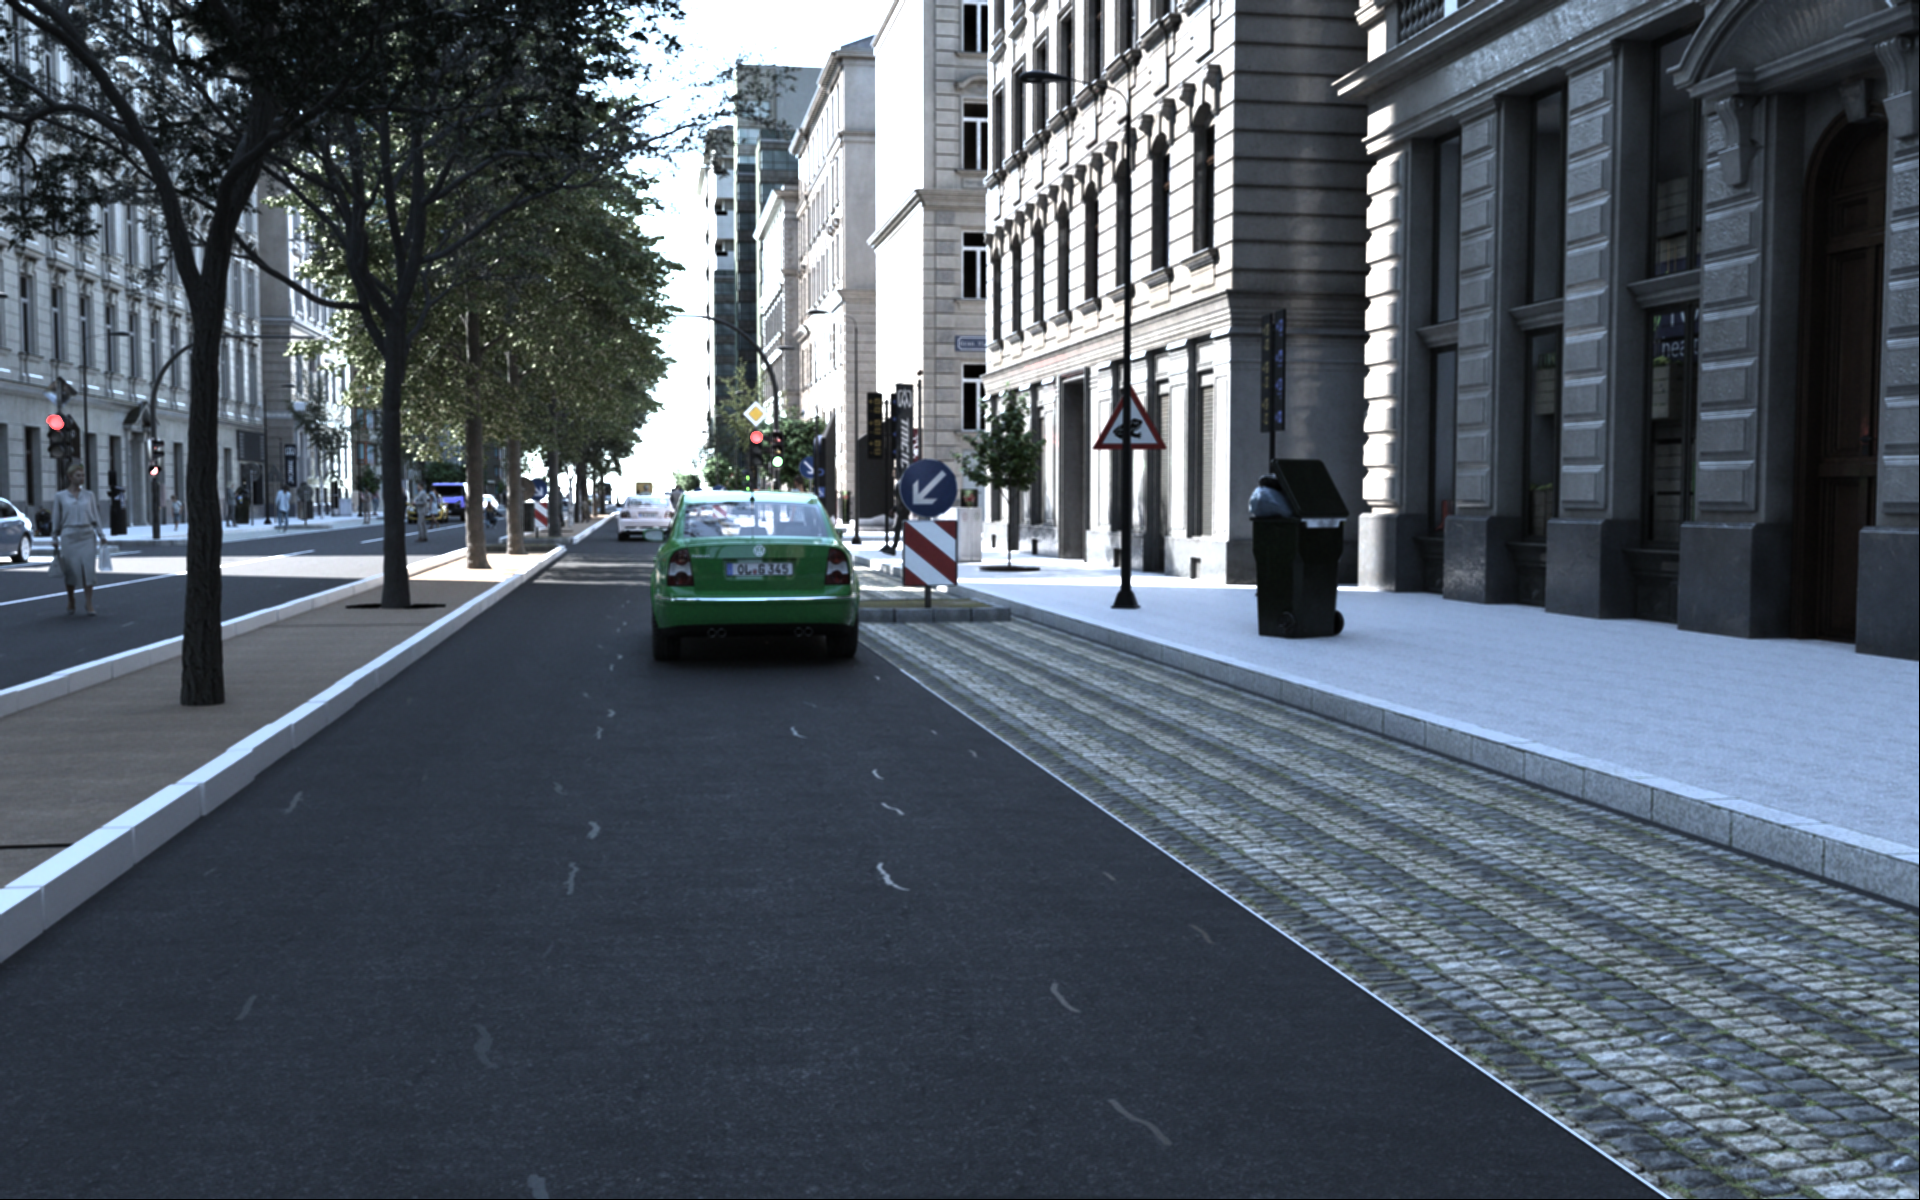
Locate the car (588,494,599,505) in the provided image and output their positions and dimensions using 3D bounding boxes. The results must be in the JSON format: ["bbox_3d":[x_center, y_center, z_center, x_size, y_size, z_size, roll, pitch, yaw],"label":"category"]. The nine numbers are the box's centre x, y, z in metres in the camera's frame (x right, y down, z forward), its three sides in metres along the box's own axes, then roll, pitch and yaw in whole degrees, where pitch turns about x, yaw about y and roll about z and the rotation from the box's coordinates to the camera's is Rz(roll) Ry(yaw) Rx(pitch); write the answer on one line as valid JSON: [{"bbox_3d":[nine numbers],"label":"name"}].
[{"bbox_3d":[-41.547,-11.354,195.868,2.015,1.641,3.980,-1,4,-11],"label":"car"}]

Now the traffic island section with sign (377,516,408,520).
[{"bbox_3d":[-31.682,-5.433,97.451,1.989,1.847,2.006,-1,4,-10],"label":"traffic island section with sign"}]

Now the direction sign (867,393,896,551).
[{"bbox_3d":[-1.645,-2.869,38.912,0.876,3.537,0.379,-1,4,-11],"label":"direction sign"}]

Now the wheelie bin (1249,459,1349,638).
[{"bbox_3d":[3.020,-0.474,15.651,0.980,1.594,0.693,-2,4,-35],"label":"wheelie bin"}]

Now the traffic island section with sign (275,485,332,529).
[{"bbox_3d":[-26.838,-3.810,70.922,1.989,1.847,2.006,-1,4,-10],"label":"traffic island section with sign"}]

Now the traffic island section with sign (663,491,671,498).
[{"bbox_3d":[-29.147,-10.285,176.782,1.989,1.847,2.006,-1,4,-10],"label":"traffic island section with sign"}]

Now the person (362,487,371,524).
[{"bbox_3d":[-27.889,-4.435,81.347,0.374,1.781,0.599,-2,4,-33],"label":"person"}]

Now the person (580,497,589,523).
[{"bbox_3d":[-18.747,-4.502,86.387,0.640,1.303,0.475,2,4,24],"label":"person"}]

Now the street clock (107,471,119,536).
[{"bbox_3d":[-26.159,-2.993,53.501,0.358,2.002,0.471,-2,4,-26],"label":"street clock"}]

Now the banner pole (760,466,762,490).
[{"bbox_3d":[-10.052,-5.958,87.430,0.401,3.779,0.863,0,3,0],"label":"banner pole"}]

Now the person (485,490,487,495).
[{"bbox_3d":[-49.881,-10.698,181.778,0.721,1.723,1.217,-3,4,-37],"label":"person"}]

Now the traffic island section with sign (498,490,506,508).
[{"bbox_3d":[-45.693,-10.130,174.257,1.989,1.847,2.006,-1,4,-10],"label":"traffic island section with sign"}]

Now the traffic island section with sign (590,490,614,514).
[{"bbox_3d":[-25.867,-7.134,124.778,2.006,1.907,1.989,-1,4,-10],"label":"traffic island section with sign"}]

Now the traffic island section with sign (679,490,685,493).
[{"bbox_3d":[-15.327,-5.646,100.935,1.989,1.847,2.006,-1,4,-10],"label":"traffic island section with sign"}]

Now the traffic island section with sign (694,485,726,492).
[{"bbox_3d":[-10.476,-4.024,74.418,1.989,1.847,2.006,-1,4,-10],"label":"traffic island section with sign"}]

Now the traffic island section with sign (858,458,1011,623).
[{"bbox_3d":[-0.588,-0.703,20.115,1.989,1.847,2.006,-1,4,-10],"label":"traffic island section with sign"}]

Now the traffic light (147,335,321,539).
[{"bbox_3d":[-20.803,-4.582,49.576,4.771,5.953,1.251,-1,4,-10],"label":"traffic light"}]

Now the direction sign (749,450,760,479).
[{"bbox_3d":[-10.461,-5.961,89.459,0.876,3.537,0.379,-2,4,-28],"label":"direction sign"}]

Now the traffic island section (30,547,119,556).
[{"bbox_3d":[-21.455,-1.172,41.440,2.009,0.180,2.903,-1,4,-10],"label":"traffic island section"}]

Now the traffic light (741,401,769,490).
[{"bbox_3d":[-6.161,-3.871,52.215,0.839,4.253,0.868,-1,4,-10],"label":"traffic light"}]

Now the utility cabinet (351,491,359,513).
[{"bbox_3d":[-41.395,-6.694,118.127,1.173,1.500,0.318,1,4,9],"label":"utility cabinet"}]

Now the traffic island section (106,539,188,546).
[{"bbox_3d":[-22.887,-1.652,49.296,2.009,0.180,2.903,-1,4,-10],"label":"traffic island section"}]

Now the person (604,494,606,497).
[{"bbox_3d":[-43.481,-12.213,211.412,0.697,1.427,0.421,0,4,3],"label":"person"}]

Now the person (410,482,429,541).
[{"bbox_3d":[-16.418,-2.680,52.519,0.583,1.804,0.606,-3,4,-36],"label":"person"}]

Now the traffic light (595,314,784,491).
[{"bbox_3d":[-6.771,-4.231,43.845,4.771,5.953,1.251,-1,4,-10],"label":"traffic light"}]

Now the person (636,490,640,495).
[{"bbox_3d":[-30.578,-9.554,164.794,1.348,1.812,0.705,3,5,42],"label":"person"}]

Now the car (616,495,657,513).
[{"bbox_3d":[-12.320,-3.377,67.209,2.014,1.417,4.499,-1,4,-11],"label":"car"}]

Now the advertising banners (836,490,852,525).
[{"bbox_3d":[-5.272,-4.644,72.119,2.074,3.025,0.090,3,5,41],"label":"advertising banners"}]

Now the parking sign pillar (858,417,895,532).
[{"bbox_3d":[-2.906,-4.303,58.826,1.447,3.967,1.447,-1,4,-18],"label":"parking sign pillar"}]

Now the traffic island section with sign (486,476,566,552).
[{"bbox_3d":[-11.062,-2.167,43.566,2.006,1.907,1.989,-1,4,-10],"label":"traffic island section with sign"}]

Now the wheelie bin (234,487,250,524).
[{"bbox_3d":[-30.952,-4.077,74.572,0.693,1.594,0.980,-3,4,-38],"label":"wheelie bin"}]

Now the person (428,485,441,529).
[{"bbox_3d":[-21.594,-3.829,71.198,0.778,1.811,0.616,3,4,39],"label":"person"}]

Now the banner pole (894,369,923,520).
[{"bbox_3d":[-0.981,-2.734,34.714,0.863,3.779,0.401,-3,5,-42],"label":"banner pole"}]

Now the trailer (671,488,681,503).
[{"bbox_3d":[-27.482,-9.816,167.542,1.471,1.999,3.904,-1,4,-11],"label":"trailer"}]

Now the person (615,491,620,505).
[{"bbox_3d":[-28.826,-8.332,145.511,0.721,1.735,1.217,-1,4,-18],"label":"person"}]

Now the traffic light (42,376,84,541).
[{"bbox_3d":[-21.414,-3.204,41.313,0.839,4.253,0.868,-1,4,-10],"label":"traffic light"}]

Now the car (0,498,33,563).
[{"bbox_3d":[-19.985,-1.374,34.469,2.014,1.417,4.499,-1,4,-10],"label":"car"}]

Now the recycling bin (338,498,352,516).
[{"bbox_3d":[-35.616,-5.358,100.157,0.722,1.027,0.722,-2,4,-34],"label":"recycling bin"}]

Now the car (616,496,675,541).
[{"bbox_3d":[-9.832,-2.593,54.761,2.083,1.381,4.827,-1,4,-9],"label":"car"}]

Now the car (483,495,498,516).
[{"bbox_3d":[-31.182,-6.150,112.920,2.083,1.381,4.827,-1,4,-11],"label":"car"}]

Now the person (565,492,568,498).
[{"bbox_3d":[-48.044,-12.390,211.795,1.217,1.743,0.721,-1,4,-23],"label":"person"}]

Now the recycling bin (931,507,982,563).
[{"bbox_3d":[-0.067,-1.231,32.679,0.722,1.027,0.722,3,5,40],"label":"recycling bin"}]

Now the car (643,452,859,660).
[{"bbox_3d":[-2.022,-0.467,16.424,1.959,1.807,4.718,-1,4,-10],"label":"car"}]

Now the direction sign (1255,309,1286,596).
[{"bbox_3d":[3.907,-1.816,21.681,0.379,3.537,0.876,0,4,-8],"label":"direction sign"}]

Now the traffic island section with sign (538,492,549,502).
[{"bbox_3d":[-55.589,-13.456,228.630,1.989,1.847,2.006,-1,4,-10],"label":"traffic island section with sign"}]

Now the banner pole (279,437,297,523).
[{"bbox_3d":[-29.745,-5.294,76.567,0.863,3.779,0.401,-1,4,-14],"label":"banner pole"}]

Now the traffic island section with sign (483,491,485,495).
[{"bbox_3d":[-40.849,-8.508,147.738,1.989,1.847,2.006,-1,4,-10],"label":"traffic island section with sign"}]

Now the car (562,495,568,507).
[{"bbox_3d":[-45.522,-11.292,197.207,1.945,1.354,3.894,-1,4,-10],"label":"car"}]

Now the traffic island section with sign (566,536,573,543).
[{"bbox_3d":[-12.381,-2.613,50.855,2.006,1.907,1.989,-1,4,-10],"label":"traffic island section with sign"}]

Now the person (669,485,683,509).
[{"bbox_3d":[-11.718,-3.844,71.469,0.709,1.813,0.853,0,4,-7],"label":"person"}]

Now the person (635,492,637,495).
[{"bbox_3d":[-45.929,-14.488,246.101,0.721,1.736,1.217,0,4,-2],"label":"person"}]

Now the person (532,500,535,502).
[{"bbox_3d":[-62.163,-15.034,252.785,0.756,1.711,0.436,1,4,12],"label":"person"}]

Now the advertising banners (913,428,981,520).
[{"bbox_3d":[-0.476,-3.040,45.898,2.074,3.025,0.090,0,4,2],"label":"advertising banners"}]

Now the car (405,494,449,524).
[{"bbox_3d":[-26.240,-4.599,85.425,2.015,1.641,3.980,-1,4,-12],"label":"car"}]

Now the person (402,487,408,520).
[{"bbox_3d":[-27.943,-4.755,86.665,0.534,1.772,0.576,2,4,30],"label":"person"}]

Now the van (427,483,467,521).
[{"bbox_3d":[-27.235,-5.388,92.481,2.240,2.365,5.245,-1,4,-11],"label":"van"}]

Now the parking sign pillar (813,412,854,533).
[{"bbox_3d":[-4.424,-4.172,56.679,1.447,3.967,1.447,1,4,11],"label":"parking sign pillar"}]

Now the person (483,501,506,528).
[{"bbox_3d":[-19.507,-3.570,72.373,1.012,1.151,0.738,-1,4,-23],"label":"person"}]

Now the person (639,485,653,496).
[{"bbox_3d":[-11.557,-3.374,64.155,0.782,1.767,0.515,-1,4,-11],"label":"person"}]
